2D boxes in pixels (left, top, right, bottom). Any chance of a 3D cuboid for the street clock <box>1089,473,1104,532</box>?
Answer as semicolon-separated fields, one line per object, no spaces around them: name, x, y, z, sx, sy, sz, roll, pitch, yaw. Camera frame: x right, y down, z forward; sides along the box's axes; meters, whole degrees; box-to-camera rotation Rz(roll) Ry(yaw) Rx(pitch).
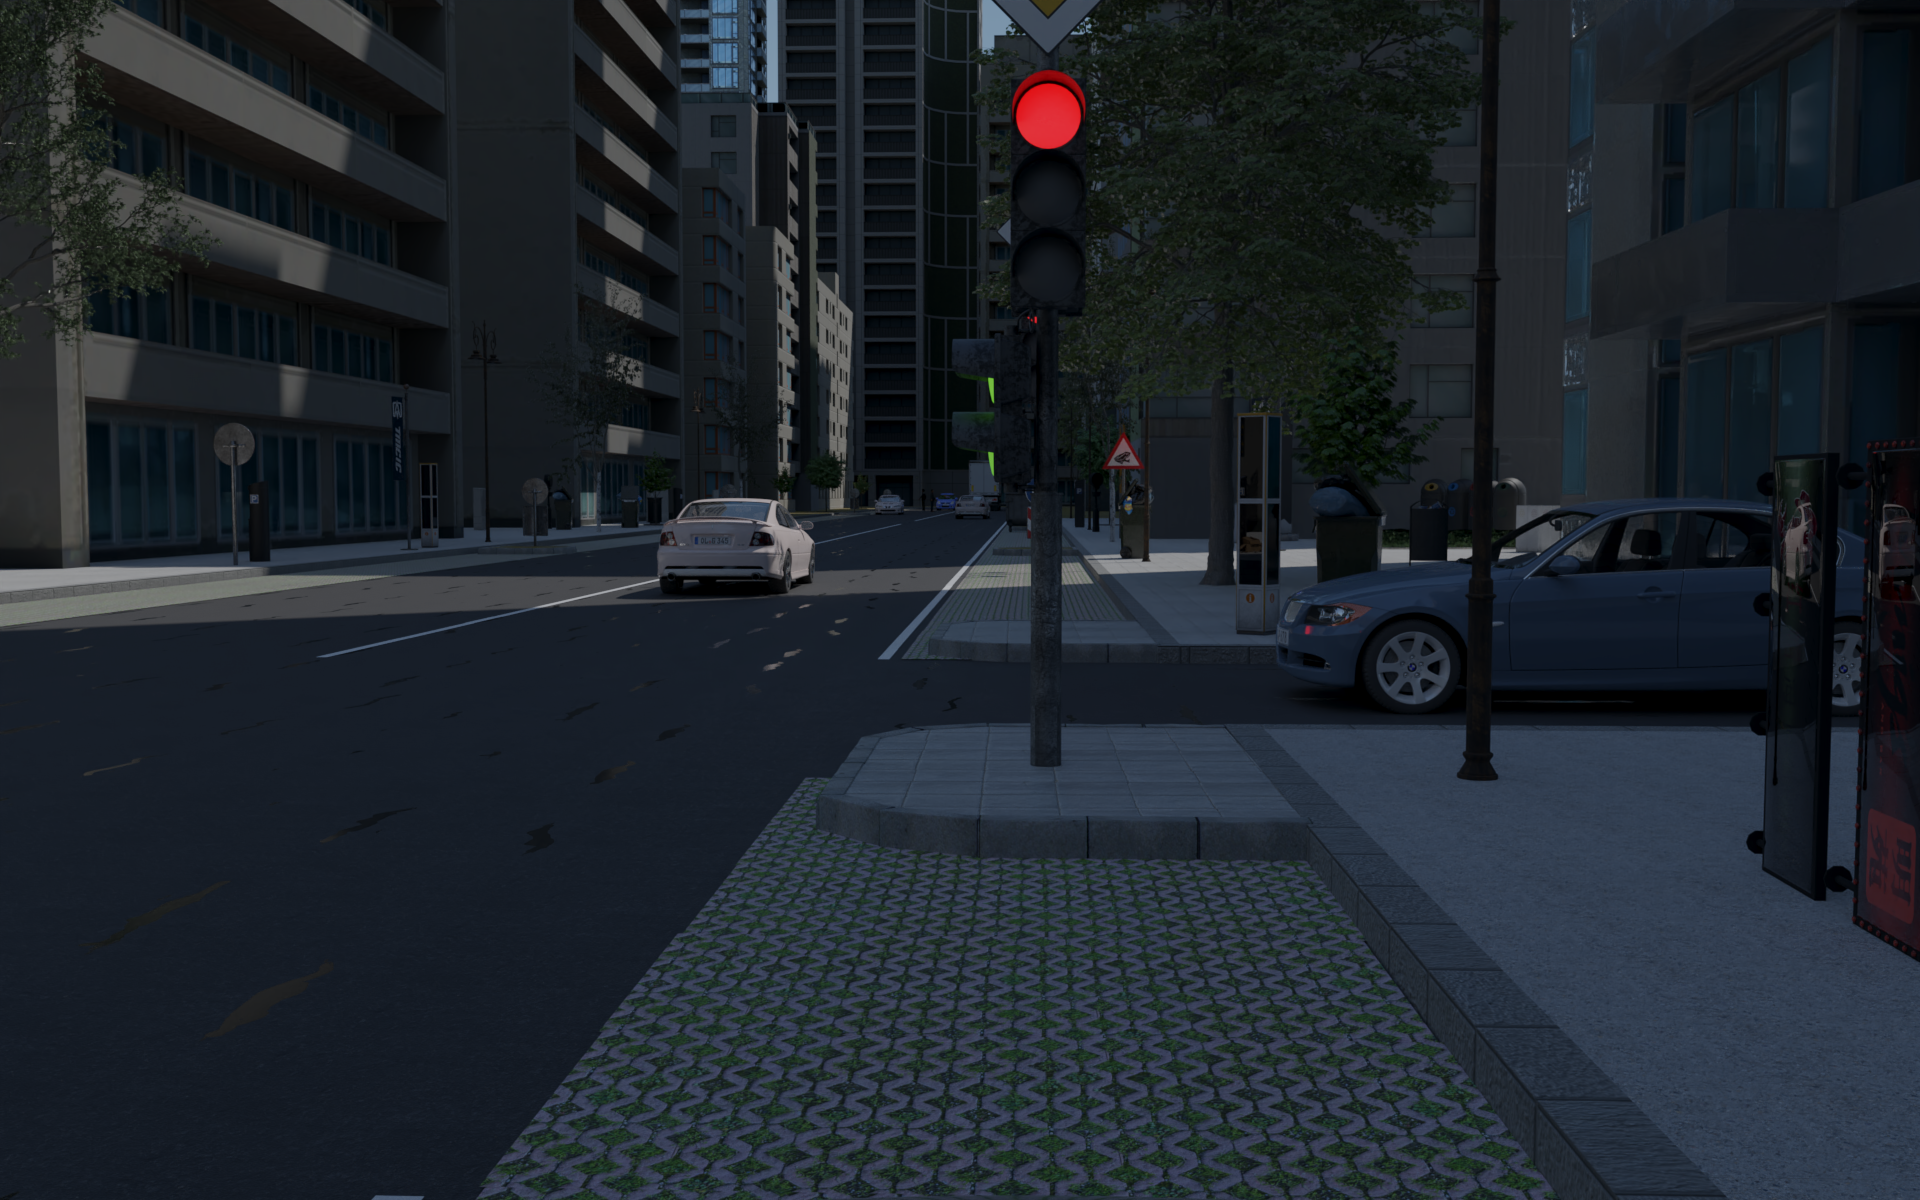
street clock;4.600;-3.301;58.549;0.471;2.002;0.358;-2;4;-25

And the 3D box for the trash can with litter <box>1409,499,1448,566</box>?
trash can with litter;6.972;-0.806;24.238;2.233;1.210;1.678;0;4;8

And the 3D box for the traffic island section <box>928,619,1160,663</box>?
traffic island section;0.758;0.373;16.184;2.009;0.180;2.903;0;4;2

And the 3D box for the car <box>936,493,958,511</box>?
car;-1.127;-8.716;152.094;1.945;1.707;3.694;0;4;4

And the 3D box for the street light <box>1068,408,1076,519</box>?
street light;5.827;-7.213;90.721;0.468;5.910;1.993;0;4;2

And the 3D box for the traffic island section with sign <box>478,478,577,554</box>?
traffic island section with sign;-10.353;-2.026;41.750;1.989;1.847;2.006;0;4;2

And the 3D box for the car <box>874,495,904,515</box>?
car;-4.900;-6.634;120.833;2.083;1.381;4.827;0;4;1

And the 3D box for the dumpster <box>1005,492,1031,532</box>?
dumpster;2.599;-3.462;64.824;1.865;1.857;1.264;0;4;3

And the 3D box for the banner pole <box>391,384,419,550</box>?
banner pole;-12.653;-3.014;39.295;0.401;3.779;0.863;1;4;13

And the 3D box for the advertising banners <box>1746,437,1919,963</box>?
advertising banners;2.667;-0.531;4.870;0.090;3.025;2.074;0;4;5

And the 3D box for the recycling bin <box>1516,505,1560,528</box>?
recycling bin;12.823;-1.578;38.347;0.722;1.027;0.722;-2;4;-29

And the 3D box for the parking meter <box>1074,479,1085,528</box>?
parking meter;4.583;-3.719;66.509;0.399;1.863;0.255;1;4;14

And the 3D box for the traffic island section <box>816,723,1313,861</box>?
traffic island section;0.428;0.861;8.206;2.009;0.180;2.903;0;4;2

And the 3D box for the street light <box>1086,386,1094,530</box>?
street light;4.638;-5.446;61.836;0.468;5.910;1.993;0;4;2

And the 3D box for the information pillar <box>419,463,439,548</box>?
information pillar;-12.675;-2.255;41.355;0.304;2.012;0.304;1;4;12

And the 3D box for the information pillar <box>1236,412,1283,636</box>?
information pillar;2.729;-0.693;15.818;0.304;2.012;0.304;3;4;38

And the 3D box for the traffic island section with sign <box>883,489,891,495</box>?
traffic island section with sign;-6.062;-8.363;145.368;1.989;1.847;2.006;0;4;2

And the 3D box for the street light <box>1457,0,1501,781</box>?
street light;2.339;-2.132;7.649;0.468;5.910;1.993;0;4;2

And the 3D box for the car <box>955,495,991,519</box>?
car;0.744;-5.370;100.168;2.083;1.381;4.827;0;4;4

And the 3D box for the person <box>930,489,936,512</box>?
person;-2.193;-7.948;138.476;0.705;1.821;1.348;1;4;13

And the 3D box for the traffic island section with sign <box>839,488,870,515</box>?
traffic island section with sign;-7.173;-6.712;118.363;1.989;1.847;2.006;0;4;2

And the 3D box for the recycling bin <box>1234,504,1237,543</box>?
recycling bin;7.394;-2.005;45.344;0.722;1.027;0.722;-3;5;-40

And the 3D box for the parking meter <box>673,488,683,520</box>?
parking meter;-11.217;-3.696;68.839;0.372;1.533;0.369;0;3;0

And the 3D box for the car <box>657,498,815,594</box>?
car;-3.334;-0.854;26.325;2.083;1.381;4.827;0;4;2

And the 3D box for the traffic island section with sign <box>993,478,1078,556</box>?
traffic island section with sign;1.772;-1.965;40.762;1.989;1.847;2.006;0;4;2

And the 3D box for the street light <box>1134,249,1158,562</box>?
street light;3.531;-3.662;32.658;0.468;5.910;1.993;0;4;2

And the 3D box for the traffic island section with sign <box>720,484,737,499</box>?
traffic island section with sign;-9.233;-3.686;68.888;1.989;1.847;2.006;0;4;2

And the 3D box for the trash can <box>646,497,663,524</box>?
trash can;-13.212;-3.872;74.954;0.748;1.137;0.748;0;3;0

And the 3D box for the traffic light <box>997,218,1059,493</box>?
traffic light;0.719;-1.661;16.072;0.839;4.253;0.868;0;4;2

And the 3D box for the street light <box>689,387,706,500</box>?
street light;-11.312;-6.248;74.945;0.468;5.910;1.993;0;4;2

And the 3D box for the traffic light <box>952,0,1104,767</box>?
traffic light;0.388;-1.173;8.094;0.839;4.253;0.868;0;4;2

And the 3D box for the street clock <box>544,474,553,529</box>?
street clock;-15.139;-3.619;63.736;0.358;2.002;0.471;0;4;-1

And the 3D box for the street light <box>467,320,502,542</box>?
street light;-12.603;-4.483;46.078;0.468;5.910;1.993;0;4;2

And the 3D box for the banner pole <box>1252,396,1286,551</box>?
banner pole;6.956;-3.002;39.093;0.863;3.779;0.401;2;4;24

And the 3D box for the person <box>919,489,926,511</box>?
person;-3.094;-8.366;144.917;0.705;1.869;1.348;2;4;24

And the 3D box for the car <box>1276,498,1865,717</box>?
car;4.464;0.001;11.983;4.499;1.417;2.014;0;4;2

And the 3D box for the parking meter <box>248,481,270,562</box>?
parking meter;-13.313;-1.497;32.892;0.372;1.533;0.369;0;3;0
